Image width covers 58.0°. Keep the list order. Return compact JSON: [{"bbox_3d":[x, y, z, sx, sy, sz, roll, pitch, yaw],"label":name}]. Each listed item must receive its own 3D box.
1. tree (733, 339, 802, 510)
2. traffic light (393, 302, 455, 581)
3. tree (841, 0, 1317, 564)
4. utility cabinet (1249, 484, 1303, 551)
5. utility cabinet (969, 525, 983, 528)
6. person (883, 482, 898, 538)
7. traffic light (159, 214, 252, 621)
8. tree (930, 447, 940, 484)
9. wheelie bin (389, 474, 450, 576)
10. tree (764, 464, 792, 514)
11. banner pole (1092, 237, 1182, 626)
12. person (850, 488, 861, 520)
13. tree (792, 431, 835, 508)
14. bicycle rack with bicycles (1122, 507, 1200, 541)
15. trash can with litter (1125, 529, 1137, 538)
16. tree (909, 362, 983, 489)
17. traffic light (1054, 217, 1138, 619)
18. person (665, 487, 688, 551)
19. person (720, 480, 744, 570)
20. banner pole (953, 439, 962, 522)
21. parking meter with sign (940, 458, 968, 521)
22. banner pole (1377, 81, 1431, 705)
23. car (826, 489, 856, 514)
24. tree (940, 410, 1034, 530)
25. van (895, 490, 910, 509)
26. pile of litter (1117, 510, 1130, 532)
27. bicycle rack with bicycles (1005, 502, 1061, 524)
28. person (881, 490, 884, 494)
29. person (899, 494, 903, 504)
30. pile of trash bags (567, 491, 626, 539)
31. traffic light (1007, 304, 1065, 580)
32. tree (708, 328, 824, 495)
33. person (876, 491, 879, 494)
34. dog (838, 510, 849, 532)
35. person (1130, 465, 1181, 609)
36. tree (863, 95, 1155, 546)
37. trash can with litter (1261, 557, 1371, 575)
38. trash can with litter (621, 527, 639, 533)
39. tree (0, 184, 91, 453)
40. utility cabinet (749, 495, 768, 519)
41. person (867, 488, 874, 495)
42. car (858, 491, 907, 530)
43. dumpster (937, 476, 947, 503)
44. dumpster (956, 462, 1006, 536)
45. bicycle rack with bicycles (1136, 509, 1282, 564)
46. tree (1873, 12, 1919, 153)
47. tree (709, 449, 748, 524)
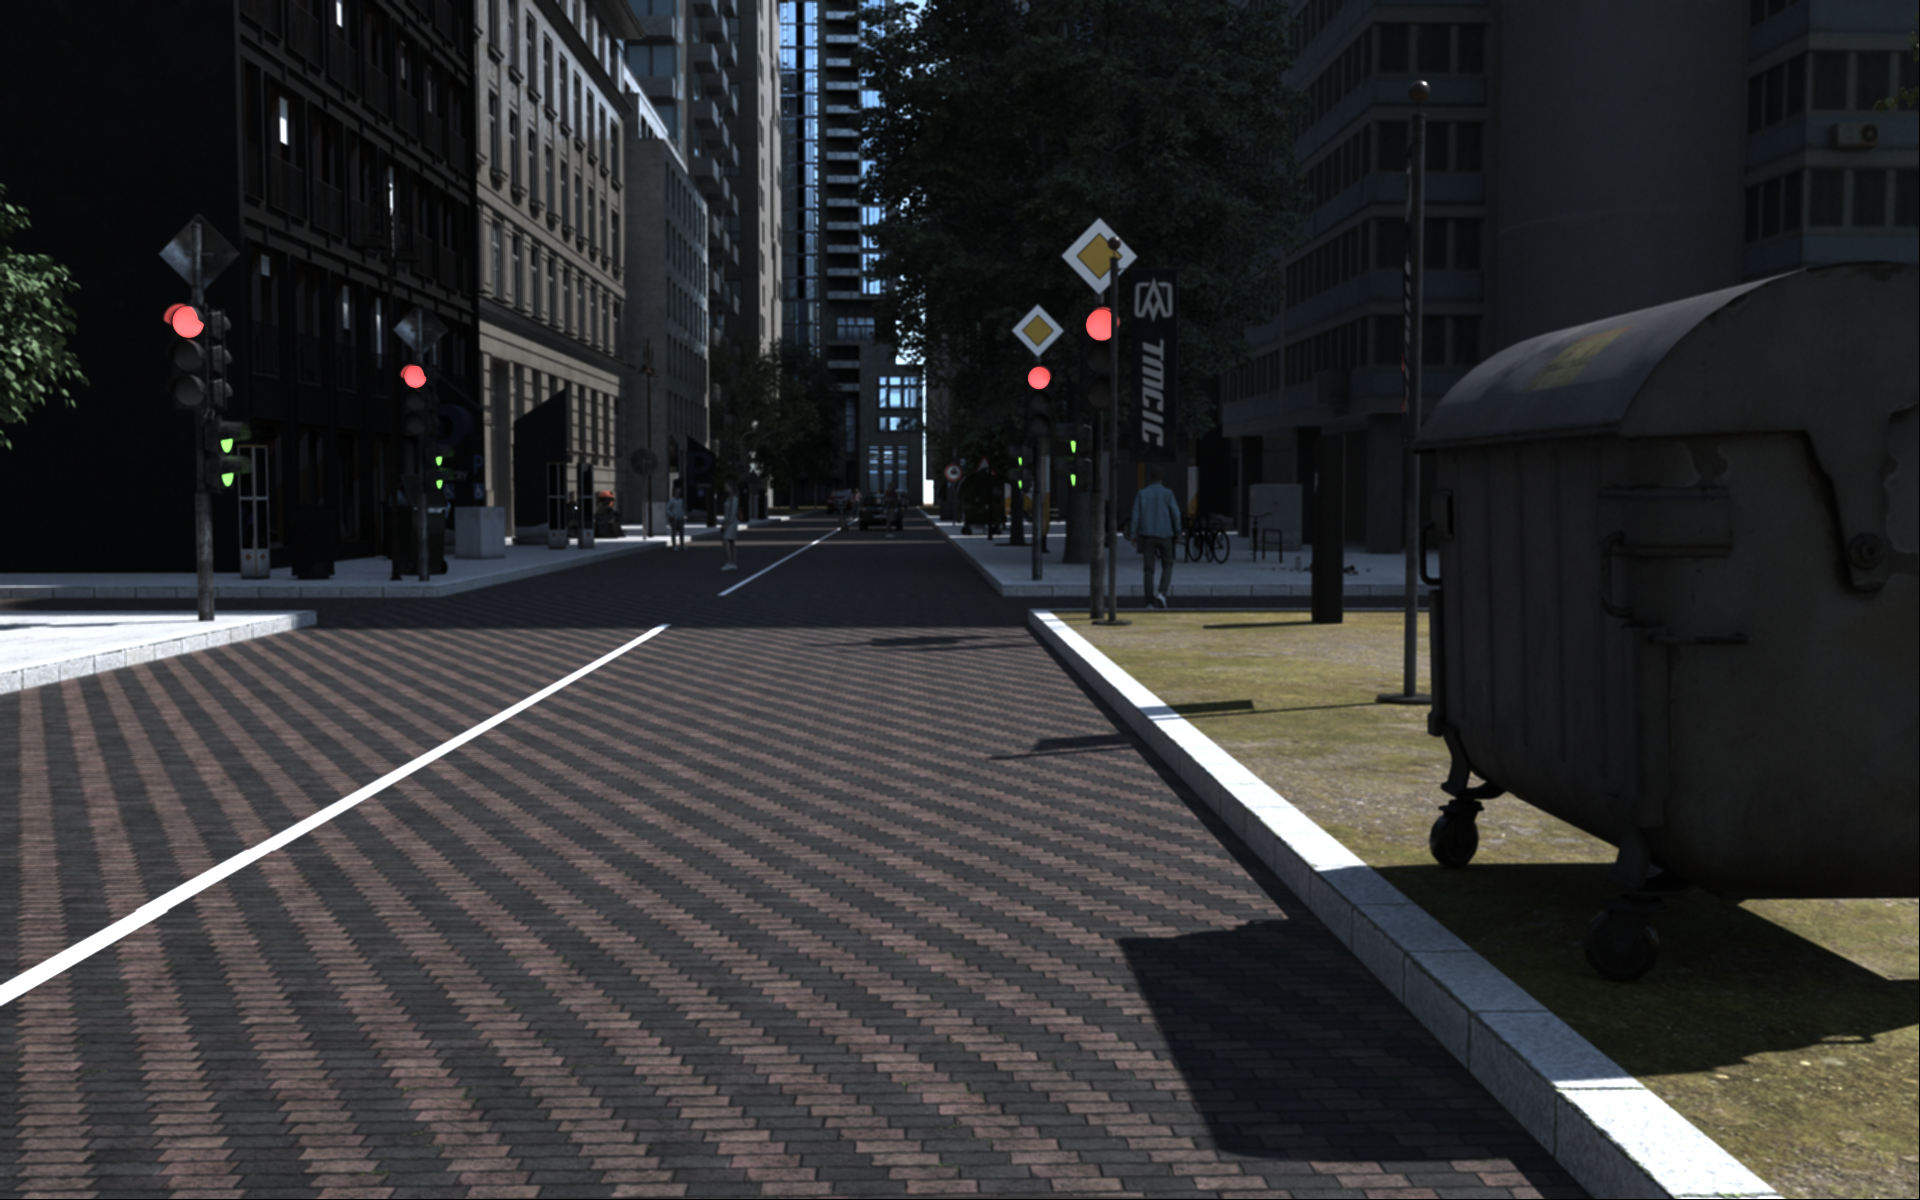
[{"bbox_3d":[-13.479,-14.214,139.056,9.857,13.997,8.962,0,3,0],"label":"tree"},{"bbox_3d":[-7.876,-2.231,25.394,0.839,4.253,0.868,0,4,-2],"label":"traffic light"},{"bbox_3d":[2.251,-7.635,31.482,9.857,13.997,8.962,0,3,0],"label":"tree"},{"bbox_3d":[7.106,-1.856,39.028,1.173,1.500,0.318,3,4,37],"label":"utility cabinet"},{"bbox_3d":[0.611,-3.318,65.416,0.306,1.237,1.020,-1,4,-18],"label":"utility cabinet"},{"bbox_3d":[-2.280,-2.984,57.265,0.573,1.828,0.580,-2,4,-28],"label":"person"},{"bbox_3d":[-7.611,-1.743,17.413,0.839,4.253,0.868,0,4,-2],"label":"traffic light"},{"bbox_3d":[-0.206,-7.415,104.948,4.285,4.588,4.351,0,3,0],"label":"tree"},{"bbox_3d":[-8.618,-1.200,27.531,0.693,1.594,0.980,3,5,42],"label":"wheelie bin"},{"bbox_3d":[-11.672,-7.202,112.351,1.663,3.219,1.824,0,3,0],"label":"tree"},{"bbox_3d":[1.731,-1.647,16.944,0.863,3.779,0.401,0,4,2],"label":"banner pole"},{"bbox_3d":[-5.936,-5.415,97.626,0.593,1.750,0.643,-2,4,-29],"label":"person"},{"bbox_3d":[-13.407,-12.672,157.553,4.360,8.622,3.978,0,3,0],"label":"tree"},{"bbox_3d":[5.833,-2.121,48.064,2.925,0.926,2.852,-1,4,-22],"label":"bicycle rack with bicycles"},{"bbox_3d":[5.282,-2.407,50.735,1.055,1.170,0.624,3,5,40],"label":"trash can with litter"},{"bbox_3d":[-0.393,-8.866,95.320,4.737,8.622,4.395,0,3,0],"label":"tree"},{"bbox_3d":[1.394,-1.762,17.727,0.839,4.253,0.868,0,4,-2],"label":"traffic light"},{"bbox_3d":[-7.204,-2.061,44.013,0.589,1.601,0.330,-3,5,-39],"label":"person"},{"bbox_3d":[-4.363,-1.434,32.948,0.522,1.701,0.512,-2,4,-24],"label":"person"},{"bbox_3d":[-0.183,-5.461,79.304,0.401,3.779,0.863,-1,4,-23],"label":"banner pole"},{"bbox_3d":[-0.333,-5.356,83.836,0.543,3.016,1.738,2,4,34],"label":"parking meter with sign"},{"bbox_3d":[2.816,-1.273,10.838,0.401,3.779,0.863,0,4,8],"label":"banner pole"},{"bbox_3d":[-8.593,-7.161,125.753,2.281,1.827,5.304,0,4,-2],"label":"car"},{"bbox_3d":[1.562,-4.775,61.792,4.285,4.588,4.351,0,3,0],"label":"tree"},{"bbox_3d":[-5.837,-9.722,165.969,2.013,2.044,4.112,0,4,-1],"label":"van"},{"bbox_3d":[5.510,-2.787,59.538,1.176,0.858,1.719,2,4,24],"label":"pile of litter"},{"bbox_3d":[3.341,-3.862,76.530,2.925,0.926,2.852,-3,4,-38],"label":"bicycle rack with bicycles"},{"bbox_3d":[-6.678,-8.578,149.428,1.217,1.739,0.721,0,4,3],"label":"person"},{"bbox_3d":[-5.413,-8.858,156.544,0.599,1.433,0.991,0,4,5],"label":"person"},{"bbox_3d":[-10.801,-2.539,51.260,1.912,1.369,3.447,0,4,1],"label":"pile of trash bags"},{"bbox_3d":[1.129,-2.250,25.708,0.839,4.253,0.868,0,4,-2],"label":"traffic light"},{"bbox_3d":[-11.699,-9.905,96.358,8.767,10.594,7.601,0,4,-2],"label":"tree"},{"bbox_3d":[-7.978,-9.676,167.364,0.551,1.740,0.621,3,4,37],"label":"person"},{"bbox_3d":[-4.531,-3.040,66.539,0.513,0.831,0.800,1,4,11],"label":"dog"},{"bbox_3d":[2.385,-0.750,21.105,0.601,1.785,0.444,1,4,14],"label":"person"},{"bbox_3d":[1.465,-7.160,42.828,9.928,11.665,9.643,0,3,0],"label":"tree"},{"bbox_3d":[5.952,-1.063,28.439,1.678,1.210,2.233,0,4,-2],"label":"trash can with litter"},{"bbox_3d":[-11.650,-2.873,58.028,1.678,1.210,2.233,-1,4,-13],"label":"trash can with litter"},{"bbox_3d":[-9.252,-1.891,14.632,4.285,4.588,4.351,0,3,0],"label":"tree"},{"bbox_3d":[-10.445,-4.802,89.673,1.020,1.237,0.306,0,4,-3],"label":"utility cabinet"},{"bbox_3d":[-5.256,-5.713,102.364,0.683,1.767,0.568,1,4,17],"label":"person"},{"bbox_3d":[-3.161,-3.688,70.087,2.009,1.686,4.222,0,4,-1],"label":"car"},{"bbox_3d":[-0.366,-5.171,87.034,1.502,2.255,1.985,0,4,-2],"label":"dumpster"},{"bbox_3d":[0.663,-3.165,54.249,1.502,2.255,1.985,0,4,-2],"label":"dumpster"},{"bbox_3d":[4.967,-1.201,33.014,2.852,0.926,2.925,0,4,1],"label":"bicycle rack with bicycles"},{"bbox_3d":[10.107,-3.903,14.183,4.737,8.622,4.395,0,3,0],"label":"tree"},{"bbox_3d":[-10.109,-4.879,74.369,1.663,3.219,1.824,0,3,0],"label":"tree"}]
